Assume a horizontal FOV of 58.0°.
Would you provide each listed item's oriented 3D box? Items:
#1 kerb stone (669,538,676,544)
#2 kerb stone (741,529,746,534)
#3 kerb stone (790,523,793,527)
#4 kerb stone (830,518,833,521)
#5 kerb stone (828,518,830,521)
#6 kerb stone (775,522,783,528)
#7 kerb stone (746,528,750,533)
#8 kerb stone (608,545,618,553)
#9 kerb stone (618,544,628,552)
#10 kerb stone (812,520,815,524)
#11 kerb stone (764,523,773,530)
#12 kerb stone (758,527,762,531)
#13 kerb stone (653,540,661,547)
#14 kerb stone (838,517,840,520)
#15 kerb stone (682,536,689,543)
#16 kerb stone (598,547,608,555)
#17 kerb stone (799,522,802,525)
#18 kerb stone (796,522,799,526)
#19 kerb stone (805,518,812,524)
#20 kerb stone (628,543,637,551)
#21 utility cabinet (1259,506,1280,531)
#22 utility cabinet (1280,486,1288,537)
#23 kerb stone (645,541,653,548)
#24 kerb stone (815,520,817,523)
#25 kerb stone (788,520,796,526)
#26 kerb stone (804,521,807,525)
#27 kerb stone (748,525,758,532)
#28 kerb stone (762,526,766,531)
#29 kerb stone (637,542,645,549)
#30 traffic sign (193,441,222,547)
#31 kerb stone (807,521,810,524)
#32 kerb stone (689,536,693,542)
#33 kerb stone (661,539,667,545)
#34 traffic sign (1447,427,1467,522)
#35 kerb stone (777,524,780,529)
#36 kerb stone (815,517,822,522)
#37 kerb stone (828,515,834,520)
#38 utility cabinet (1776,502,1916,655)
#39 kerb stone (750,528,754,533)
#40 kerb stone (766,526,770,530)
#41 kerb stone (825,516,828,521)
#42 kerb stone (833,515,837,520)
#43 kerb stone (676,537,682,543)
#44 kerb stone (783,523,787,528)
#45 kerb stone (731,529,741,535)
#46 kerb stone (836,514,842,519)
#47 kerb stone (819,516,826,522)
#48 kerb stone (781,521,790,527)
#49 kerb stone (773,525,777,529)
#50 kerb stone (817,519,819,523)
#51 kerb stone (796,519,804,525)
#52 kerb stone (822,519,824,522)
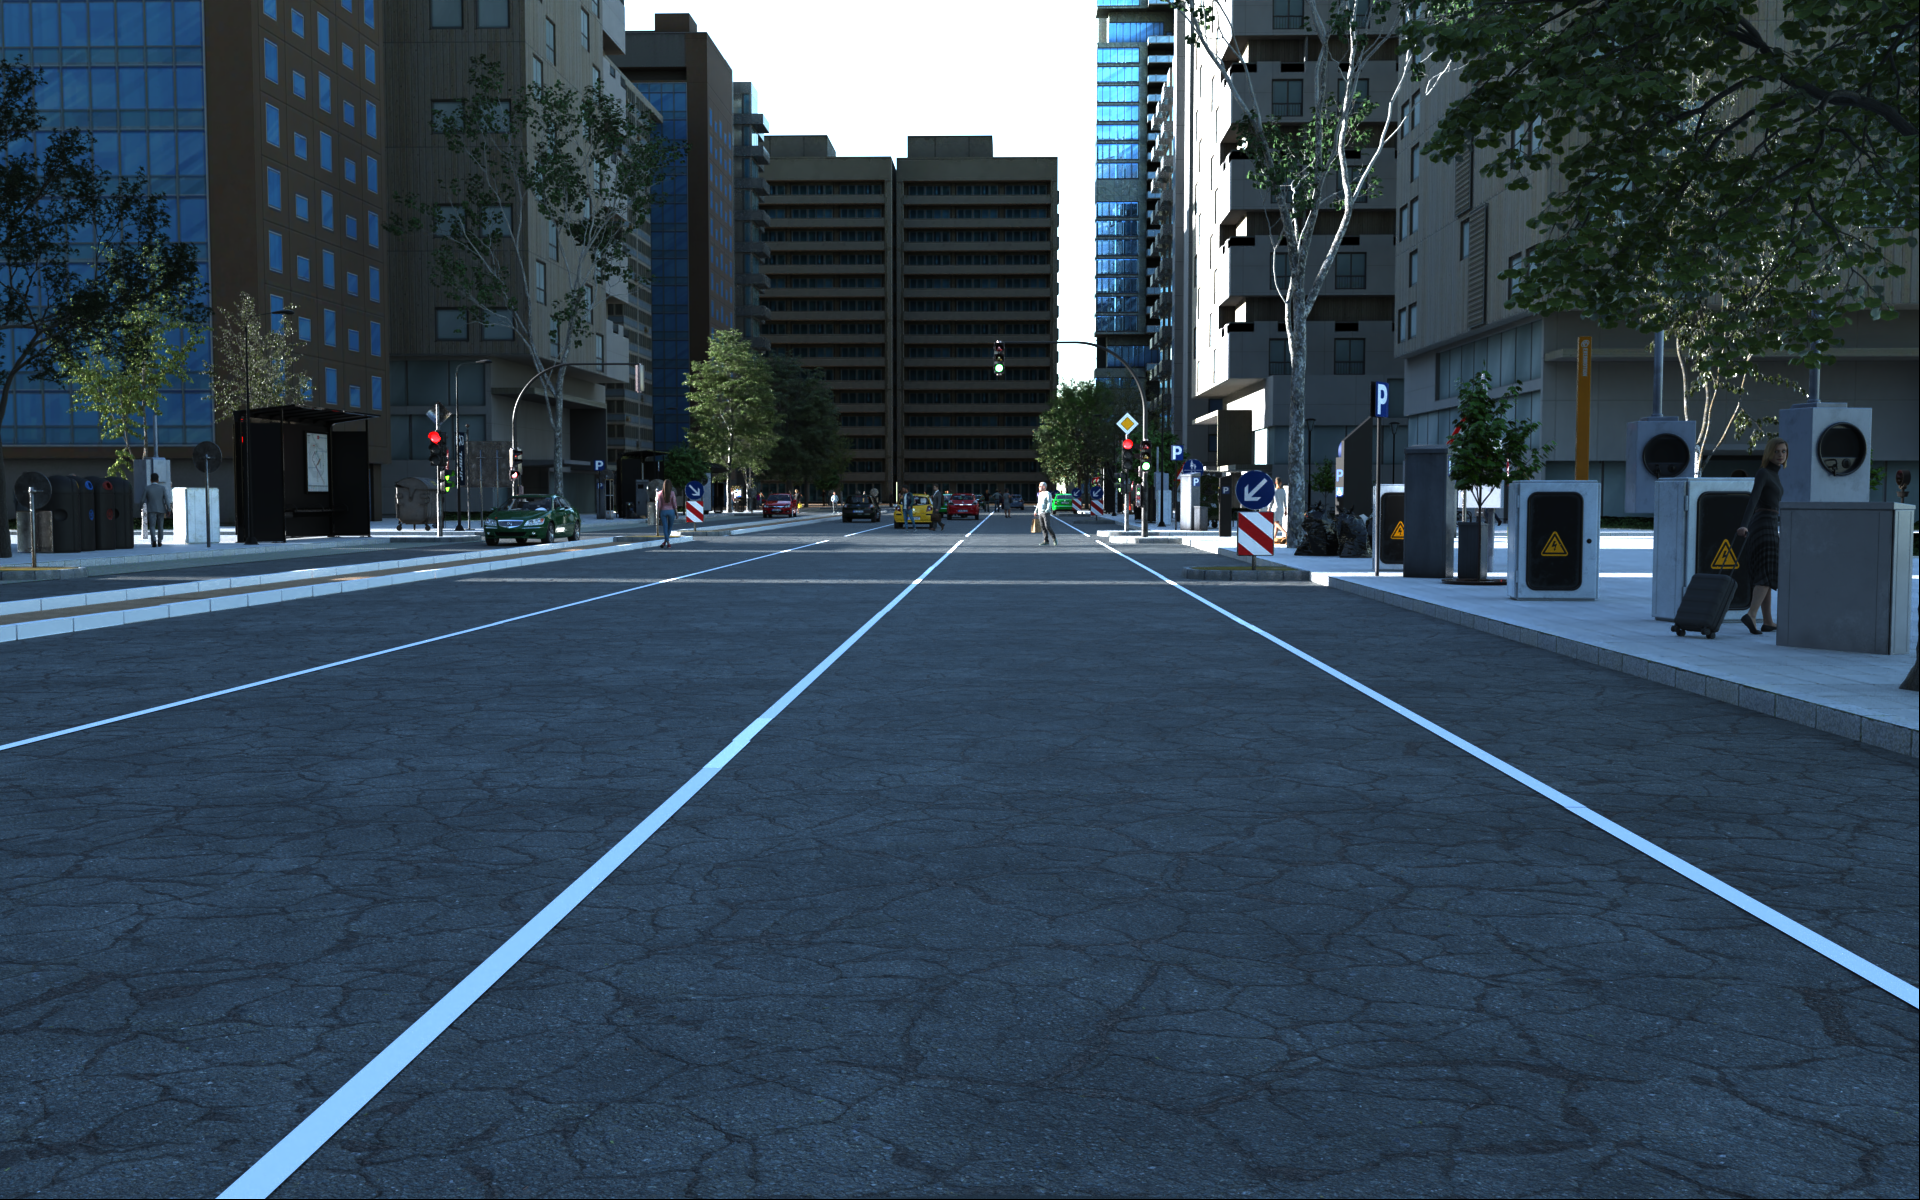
[{"bbox_3d":[-8.321,-1.656,49.263,0.120,0.150,1.000,0,4,2],"label":"kerb stone"},{"bbox_3d":[-7.917,-2.442,62.116,0.120,0.150,1.000,0,4,2],"label":"kerb stone"},{"bbox_3d":[-7.516,-3.255,75.432,0.120,0.150,1.000,0,4,2],"label":"kerb stone"},{"bbox_3d":[-7.007,-4.259,91.839,0.120,0.150,1.000,0,4,2],"label":"kerb stone"},{"bbox_3d":[-7.036,-4.196,90.807,0.120,0.150,1.000,0,4,2],"label":"kerb stone"},{"bbox_3d":[-7.613,-3.064,72.363,0.120,0.150,1.000,0,4,2],"label":"kerb stone"},{"bbox_3d":[-7.893,-2.502,63.146,0.120,0.150,1.000,0,4,2],"label":"kerb stone"},{"bbox_3d":[-8.538,-1.217,42.090,0.120,0.150,1.000,0,4,2],"label":"kerb stone"},{"bbox_3d":[-8.505,-1.280,43.118,0.120,0.150,1.000,0,4,2],"label":"kerb stone"},{"bbox_3d":[-7.261,-3.753,83.645,0.120,0.150,1.000,0,4,2],"label":"kerb stone"},{"bbox_3d":[-7.703,-2.880,69.292,0.120,0.150,1.000,0,4,2],"label":"kerb stone"},{"bbox_3d":[-7.797,-2.692,66.217,0.120,0.150,1.000,0,4,2],"label":"kerb stone"},{"bbox_3d":[-8.379,-1.530,47.208,0.120,0.150,1.000,0,4,2],"label":"kerb stone"},{"bbox_3d":[-6.875,-4.510,95.932,0.120,0.150,1.000,0,4,2],"label":"kerb stone"},{"bbox_3d":[-8.252,-1.774,51.306,0.120,0.150,1.000,0,4,2],"label":"kerb stone"},{"bbox_3d":[-8.574,-1.152,41.069,0.120,0.150,1.000,0,4,2],"label":"kerb stone"},{"bbox_3d":[-7.418,-3.444,78.503,0.120,0.150,1.000,0,4,2],"label":"kerb stone"},{"bbox_3d":[-7.450,-3.381,77.481,0.120,0.150,1.000,0,4,2],"label":"kerb stone"},{"bbox_3d":[-7.295,-3.694,82.614,0.120,0.150,1.000,0,4,2],"label":"kerb stone"},{"bbox_3d":[-8.471,-1.339,44.140,0.120,0.150,1.000,0,4,2],"label":"kerb stone"},{"bbox_3d":[10.845,-3.091,59.211,1.173,1.500,0.318,0,4,-2],"label":"utility cabinet"},{"bbox_3d":[9.049,-2.356,47.193,0.318,1.500,1.173,0,4,2],"label":"utility cabinet"},{"bbox_3d":[-8.417,-1.467,46.187,0.120,0.150,1.000,0,4,2],"label":"kerb stone"},{"bbox_3d":[-7.227,-3.821,84.667,0.120,0.150,1.000,0,4,2],"label":"kerb stone"},{"bbox_3d":[-7.479,-3.319,76.459,0.120,0.150,1.000,0,4,2],"label":"kerb stone"},{"bbox_3d":[-7.359,-3.569,80.555,0.120,0.150,1.000,0,4,2],"label":"kerb stone"},{"bbox_3d":[-7.828,-2.629,65.193,0.120,0.150,1.000,0,4,2],"label":"kerb stone"},{"bbox_3d":[-7.760,-2.747,67.242,0.120,0.150,1.000,0,4,2],"label":"kerb stone"},{"bbox_3d":[-8.450,-1.405,45.161,0.120,0.150,1.000,0,4,2],"label":"kerb stone"},{"bbox_3d":[-18.091,-2.540,41.627,0.768,2.556,0.104,1,4,9],"label":"traffic sign"},{"bbox_3d":[-7.325,-3.633,81.592,0.120,0.150,1.000,0,4,2],"label":"kerb stone"},{"bbox_3d":[-8.225,-1.842,52.327,0.120,0.150,1.000,0,4,2],"label":"kerb stone"},{"bbox_3d":[-8.348,-1.593,48.238,0.120,0.150,1.000,0,4,2],"label":"kerb stone"},{"bbox_3d":[8.087,-1.698,27.764,0.884,2.594,0.081,1,4,8],"label":"traffic sign"},{"bbox_3d":[-7.644,-3.003,71.340,0.120,0.150,1.000,0,4,2],"label":"kerb stone"},{"bbox_3d":[-7.160,-3.946,86.714,0.120,0.150,1.000,0,4,2],"label":"kerb stone"},{"bbox_3d":[-6.980,-4.322,92.861,0.120,0.150,1.000,0,4,2],"label":"kerb stone"},{"bbox_3d":[7.284,-0.190,14.273,0.306,1.237,1.020,-2,4,-29],"label":"utility cabinet"},{"bbox_3d":[-7.865,-2.566,64.171,0.120,0.150,1.000,0,4,2],"label":"kerb stone"},{"bbox_3d":[-7.737,-2.818,68.264,0.120,0.150,1.000,0,4,2],"label":"kerb stone"},{"bbox_3d":[-7.066,-4.134,89.785,0.120,0.150,1.000,0,4,2],"label":"kerb stone"},{"bbox_3d":[-6.941,-4.385,93.885,0.120,0.150,1.000,0,4,2],"label":"kerb stone"},{"bbox_3d":[-8.289,-1.718,50.285,0.120,0.150,1.000,0,4,2],"label":"kerb stone"},{"bbox_3d":[-7.576,-3.129,73.384,0.120,0.150,1.000,0,4,2],"label":"kerb stone"},{"bbox_3d":[-7.957,-2.374,61.095,0.120,0.150,1.000,0,4,2],"label":"kerb stone"},{"bbox_3d":[-6.853,-4.573,96.962,0.120,0.150,1.000,0,4,2],"label":"kerb stone"},{"bbox_3d":[-7.100,-4.071,88.763,0.120,0.150,1.000,0,4,2],"label":"kerb stone"},{"bbox_3d":[-7.550,-3.193,74.410,0.120,0.150,1.000,0,4,2],"label":"kerb stone"},{"bbox_3d":[-7.673,-2.939,70.314,0.120,0.150,1.000,0,4,2],"label":"kerb stone"},{"bbox_3d":[-7.205,-3.875,85.689,0.120,0.150,1.000,0,4,2],"label":"kerb stone"},{"bbox_3d":[-7.391,-3.507,79.530,0.120,0.150,1.000,0,4,2],"label":"kerb stone"},{"bbox_3d":[-7.136,-4.009,87.742,0.120,0.150,1.000,0,4,2],"label":"kerb stone"}]
